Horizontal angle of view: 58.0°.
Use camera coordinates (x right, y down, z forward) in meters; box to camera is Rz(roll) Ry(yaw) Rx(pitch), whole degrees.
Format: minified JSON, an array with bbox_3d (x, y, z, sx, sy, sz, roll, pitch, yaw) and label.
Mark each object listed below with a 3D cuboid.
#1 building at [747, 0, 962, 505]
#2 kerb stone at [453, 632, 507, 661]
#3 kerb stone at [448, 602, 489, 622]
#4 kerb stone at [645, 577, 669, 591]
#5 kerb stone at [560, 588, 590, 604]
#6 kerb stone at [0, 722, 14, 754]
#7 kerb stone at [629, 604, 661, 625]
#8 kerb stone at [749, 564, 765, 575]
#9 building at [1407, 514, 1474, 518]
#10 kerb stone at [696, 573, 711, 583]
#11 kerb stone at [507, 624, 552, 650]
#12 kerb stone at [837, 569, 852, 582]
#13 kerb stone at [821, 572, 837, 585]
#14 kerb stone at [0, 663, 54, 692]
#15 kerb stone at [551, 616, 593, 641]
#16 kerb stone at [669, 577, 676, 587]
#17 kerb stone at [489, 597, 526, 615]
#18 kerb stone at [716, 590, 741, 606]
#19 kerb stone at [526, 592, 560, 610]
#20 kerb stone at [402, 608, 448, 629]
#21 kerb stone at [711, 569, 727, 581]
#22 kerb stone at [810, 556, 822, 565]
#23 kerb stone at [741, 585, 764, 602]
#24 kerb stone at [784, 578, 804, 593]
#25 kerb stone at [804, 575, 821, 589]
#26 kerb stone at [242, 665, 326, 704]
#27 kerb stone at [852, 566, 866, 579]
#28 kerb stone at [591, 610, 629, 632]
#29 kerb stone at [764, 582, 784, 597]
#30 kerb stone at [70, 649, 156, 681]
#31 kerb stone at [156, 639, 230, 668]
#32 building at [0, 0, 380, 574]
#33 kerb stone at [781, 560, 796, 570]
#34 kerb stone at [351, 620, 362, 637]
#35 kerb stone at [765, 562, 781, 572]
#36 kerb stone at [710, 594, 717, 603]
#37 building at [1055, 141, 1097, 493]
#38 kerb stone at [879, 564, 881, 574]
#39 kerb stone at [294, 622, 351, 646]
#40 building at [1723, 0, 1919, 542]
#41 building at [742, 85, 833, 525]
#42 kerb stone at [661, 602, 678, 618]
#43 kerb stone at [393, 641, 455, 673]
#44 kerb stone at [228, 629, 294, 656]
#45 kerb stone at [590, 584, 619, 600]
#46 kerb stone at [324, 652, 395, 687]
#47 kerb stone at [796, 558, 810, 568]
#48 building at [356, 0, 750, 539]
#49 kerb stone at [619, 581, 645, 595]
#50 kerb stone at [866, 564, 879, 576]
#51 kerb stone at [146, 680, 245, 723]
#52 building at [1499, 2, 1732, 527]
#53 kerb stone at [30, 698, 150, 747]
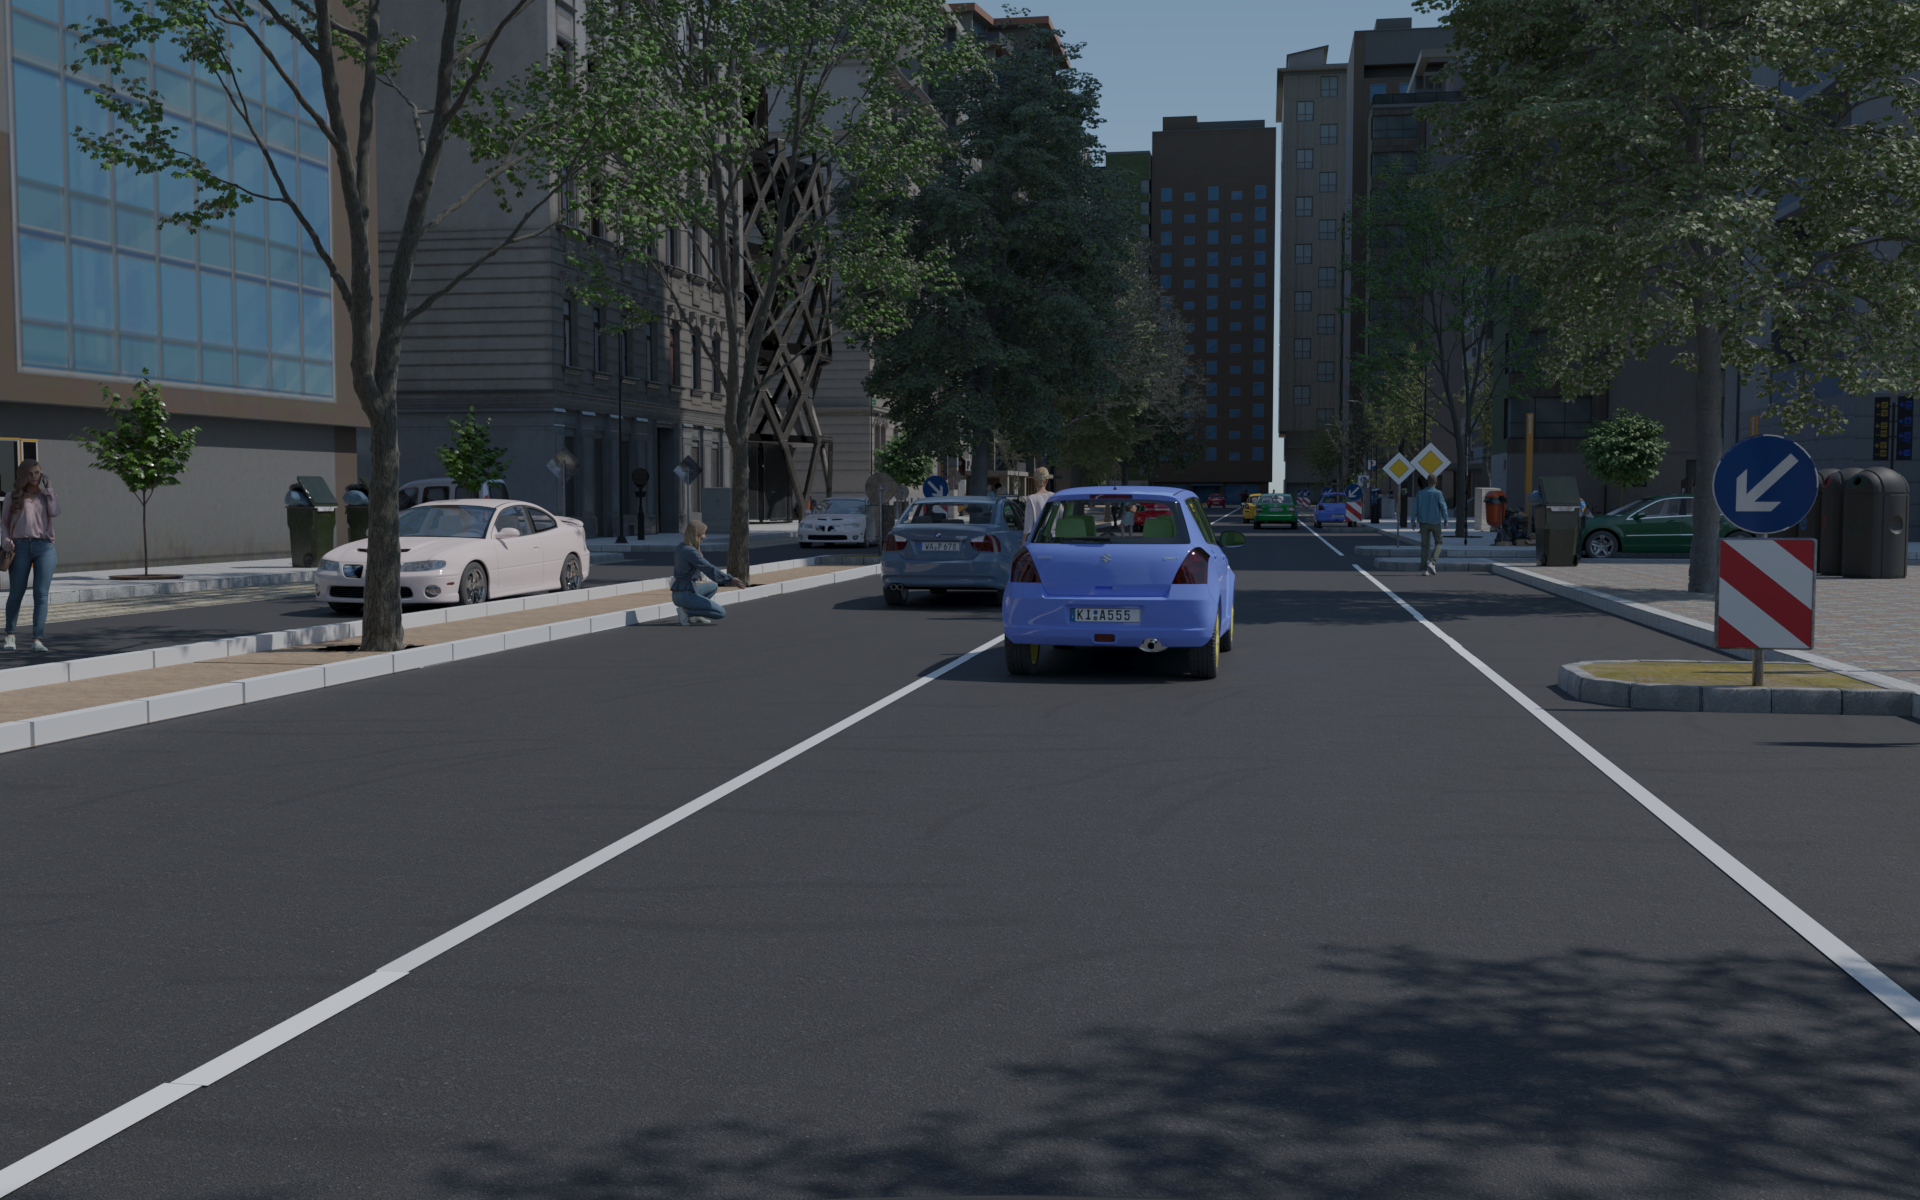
[{"bbox_3d":[-8.705,-19.111,99.847,14.401,28.519,23.554,1,4,10],"label":"building"},{"bbox_3d":[-4.314,0.419,15.349,0.120,0.150,1.000,1,4,10],"label":"kerb stone"},{"bbox_3d":[-5.672,0.151,19.736,0.120,0.150,1.000,1,4,10],"label":"kerb stone"},{"bbox_3d":[-4.600,-0.220,25.789,0.120,0.150,1.000,1,4,10],"label":"kerb stone"},{"bbox_3d":[-5.141,-0.035,22.762,0.120,0.150,1.000,1,4,10],"label":"kerb stone"},{"bbox_3d":[-5.391,0.793,9.290,0.120,0.150,1.000,1,4,10],"label":"kerb stone"},{"bbox_3d":[-3.601,0.173,19.382,0.120,0.150,1.000,1,4,10],"label":"kerb stone"},{"bbox_3d":[-3.718,-0.523,30.828,0.120,0.150,1.000,1,4,10],"label":"kerb stone"},{"bbox_3d":[42.408,-24.926,99.413,32.217,40.220,23.993,1,4,10],"label":"building"},{"bbox_3d":[-4.250,-0.343,27.802,0.120,0.150,1.000,1,4,10],"label":"kerb stone"},{"bbox_3d":[-4.139,0.358,16.358,0.120,0.150,1.000,1,4,10],"label":"kerb stone"},{"bbox_3d":[-1.989,-0.384,28.478,0.120,0.150,1.000,1,4,10],"label":"kerb stone"},{"bbox_3d":[-2.178,-0.316,27.462,0.120,0.150,1.000,1,4,10],"label":"kerb stone"},{"bbox_3d":[-6.921,0.583,12.670,0.120,0.150,1.000,1,4,10],"label":"kerb stone"},{"bbox_3d":[-3.958,0.297,17.369,0.120,0.150,1.000,1,4,10],"label":"kerb stone"},{"bbox_3d":[-4.421,-0.281,26.795,0.120,0.150,1.000,1,4,10],"label":"kerb stone"},{"bbox_3d":[-5.499,0.088,20.750,0.120,0.150,1.000,1,4,10],"label":"kerb stone"},{"bbox_3d":[-3.076,-0.013,22.408,0.120,0.150,1.000,1,4,10],"label":"kerb stone"},{"bbox_3d":[-5.315,0.027,21.755,0.120,0.150,1.000,1,4,10],"label":"kerb stone"},{"bbox_3d":[-5.852,0.212,18.726,0.120,0.150,1.000,1,4,10],"label":"kerb stone"},{"bbox_3d":[-4.066,-0.404,28.808,0.120,0.150,1.000,1,4,10],"label":"kerb stone"},{"bbox_3d":[-3.008,-0.772,34.872,0.120,0.150,1.000,1,4,10],"label":"kerb stone"},{"bbox_3d":[-2.890,-0.069,23.413,0.120,0.150,1.000,1,4,10],"label":"kerb stone"},{"bbox_3d":[-2.525,-0.197,25.438,0.120,0.150,1.000,1,4,10],"label":"kerb stone"},{"bbox_3d":[-2.351,-0.260,26.448,0.120,0.150,1.000,1,4,10],"label":"kerb stone"},{"bbox_3d":[-4.847,0.604,12.315,0.120,0.150,1.000,1,4,10],"label":"kerb stone"},{"bbox_3d":[-1.816,-0.446,29.485,0.120,0.150,1.000,1,4,10],"label":"kerb stone"},{"bbox_3d":[-3.775,0.235,18.375,0.120,0.150,1.000,1,4,10],"label":"kerb stone"},{"bbox_3d":[-2.717,-0.132,24.420,0.120,0.150,1.000,1,4,10],"label":"kerb stone"},{"bbox_3d":[-6.744,0.523,13.676,0.120,0.150,1.000,1,4,10],"label":"kerb stone"},{"bbox_3d":[-6.562,0.460,14.682,0.120,0.150,1.000,1,4,10],"label":"kerb stone"},{"bbox_3d":[-20.652,-23.269,30.555,14.200,45.320,14.600,1,4,10],"label":"building"},{"bbox_3d":[-3.353,-0.652,32.852,0.120,0.150,1.000,1,4,10],"label":"kerb stone"},{"bbox_3d":[-6.035,0.279,17.721,0.120,0.150,1.000,1,4,10],"label":"kerb stone"},{"bbox_3d":[-3.533,-0.590,31.837,0.120,0.150,1.000,1,4,10],"label":"kerb stone"},{"bbox_3d":[-3.252,0.049,21.401,0.120,0.150,1.000,1,4,10],"label":"kerb stone"},{"bbox_3d":[6.686,-30.755,186.443,14.086,41.232,14.154,1,4,10],"label":"building"},{"bbox_3d":[-1.459,-0.569,31.502,0.120,0.150,1.000,1,4,10],"label":"kerb stone"},{"bbox_3d":[-6.210,0.336,16.698,0.120,0.150,1.000,1,4,10],"label":"kerb stone"},{"bbox_3d":[38.449,-30.866,46.652,28.212,58.520,21.231,1,4,10],"label":"building"},{"bbox_3d":[-14.273,-12.694,75.000,16.820,18.784,16.811,1,4,10],"label":"building"},{"bbox_3d":[-3.420,0.113,20.388,0.120,0.150,1.000,1,4,10],"label":"kerb stone"},{"bbox_3d":[-4.493,0.480,14.342,0.120,0.150,1.000,1,4,10],"label":"kerb stone"},{"bbox_3d":[-6.385,0.398,15.688,0.120,0.150,1.000,1,4,10],"label":"kerb stone"},{"bbox_3d":[-4.956,-0.096,23.771,0.120,0.150,1.000,1,4,10],"label":"kerb stone"},{"bbox_3d":[-4.672,0.542,13.328,0.120,0.150,1.000,1,4,10],"label":"kerb stone"},{"bbox_3d":[-3.173,-0.714,33.863,0.120,0.150,1.000,1,4,10],"label":"kerb stone"},{"bbox_3d":[-14.037,-12.653,56.033,9.793,20.994,18.267,1,4,10],"label":"building"},{"bbox_3d":[-4.779,-0.158,24.778,0.120,0.150,1.000,1,4,10],"label":"kerb stone"},{"bbox_3d":[-1.648,-0.508,30.493,0.120,0.150,1.000,1,4,10],"label":"kerb stone"},{"bbox_3d":[-5.030,0.671,11.308,0.120,0.150,1.000,1,4,10],"label":"kerb stone"},{"bbox_3d":[29.247,-18.350,71.719,14.160,30.474,14.107,1,4,10],"label":"building"},{"bbox_3d":[-5.208,0.732,10.301,0.120,0.150,1.000,1,4,10],"label":"kerb stone"}]
